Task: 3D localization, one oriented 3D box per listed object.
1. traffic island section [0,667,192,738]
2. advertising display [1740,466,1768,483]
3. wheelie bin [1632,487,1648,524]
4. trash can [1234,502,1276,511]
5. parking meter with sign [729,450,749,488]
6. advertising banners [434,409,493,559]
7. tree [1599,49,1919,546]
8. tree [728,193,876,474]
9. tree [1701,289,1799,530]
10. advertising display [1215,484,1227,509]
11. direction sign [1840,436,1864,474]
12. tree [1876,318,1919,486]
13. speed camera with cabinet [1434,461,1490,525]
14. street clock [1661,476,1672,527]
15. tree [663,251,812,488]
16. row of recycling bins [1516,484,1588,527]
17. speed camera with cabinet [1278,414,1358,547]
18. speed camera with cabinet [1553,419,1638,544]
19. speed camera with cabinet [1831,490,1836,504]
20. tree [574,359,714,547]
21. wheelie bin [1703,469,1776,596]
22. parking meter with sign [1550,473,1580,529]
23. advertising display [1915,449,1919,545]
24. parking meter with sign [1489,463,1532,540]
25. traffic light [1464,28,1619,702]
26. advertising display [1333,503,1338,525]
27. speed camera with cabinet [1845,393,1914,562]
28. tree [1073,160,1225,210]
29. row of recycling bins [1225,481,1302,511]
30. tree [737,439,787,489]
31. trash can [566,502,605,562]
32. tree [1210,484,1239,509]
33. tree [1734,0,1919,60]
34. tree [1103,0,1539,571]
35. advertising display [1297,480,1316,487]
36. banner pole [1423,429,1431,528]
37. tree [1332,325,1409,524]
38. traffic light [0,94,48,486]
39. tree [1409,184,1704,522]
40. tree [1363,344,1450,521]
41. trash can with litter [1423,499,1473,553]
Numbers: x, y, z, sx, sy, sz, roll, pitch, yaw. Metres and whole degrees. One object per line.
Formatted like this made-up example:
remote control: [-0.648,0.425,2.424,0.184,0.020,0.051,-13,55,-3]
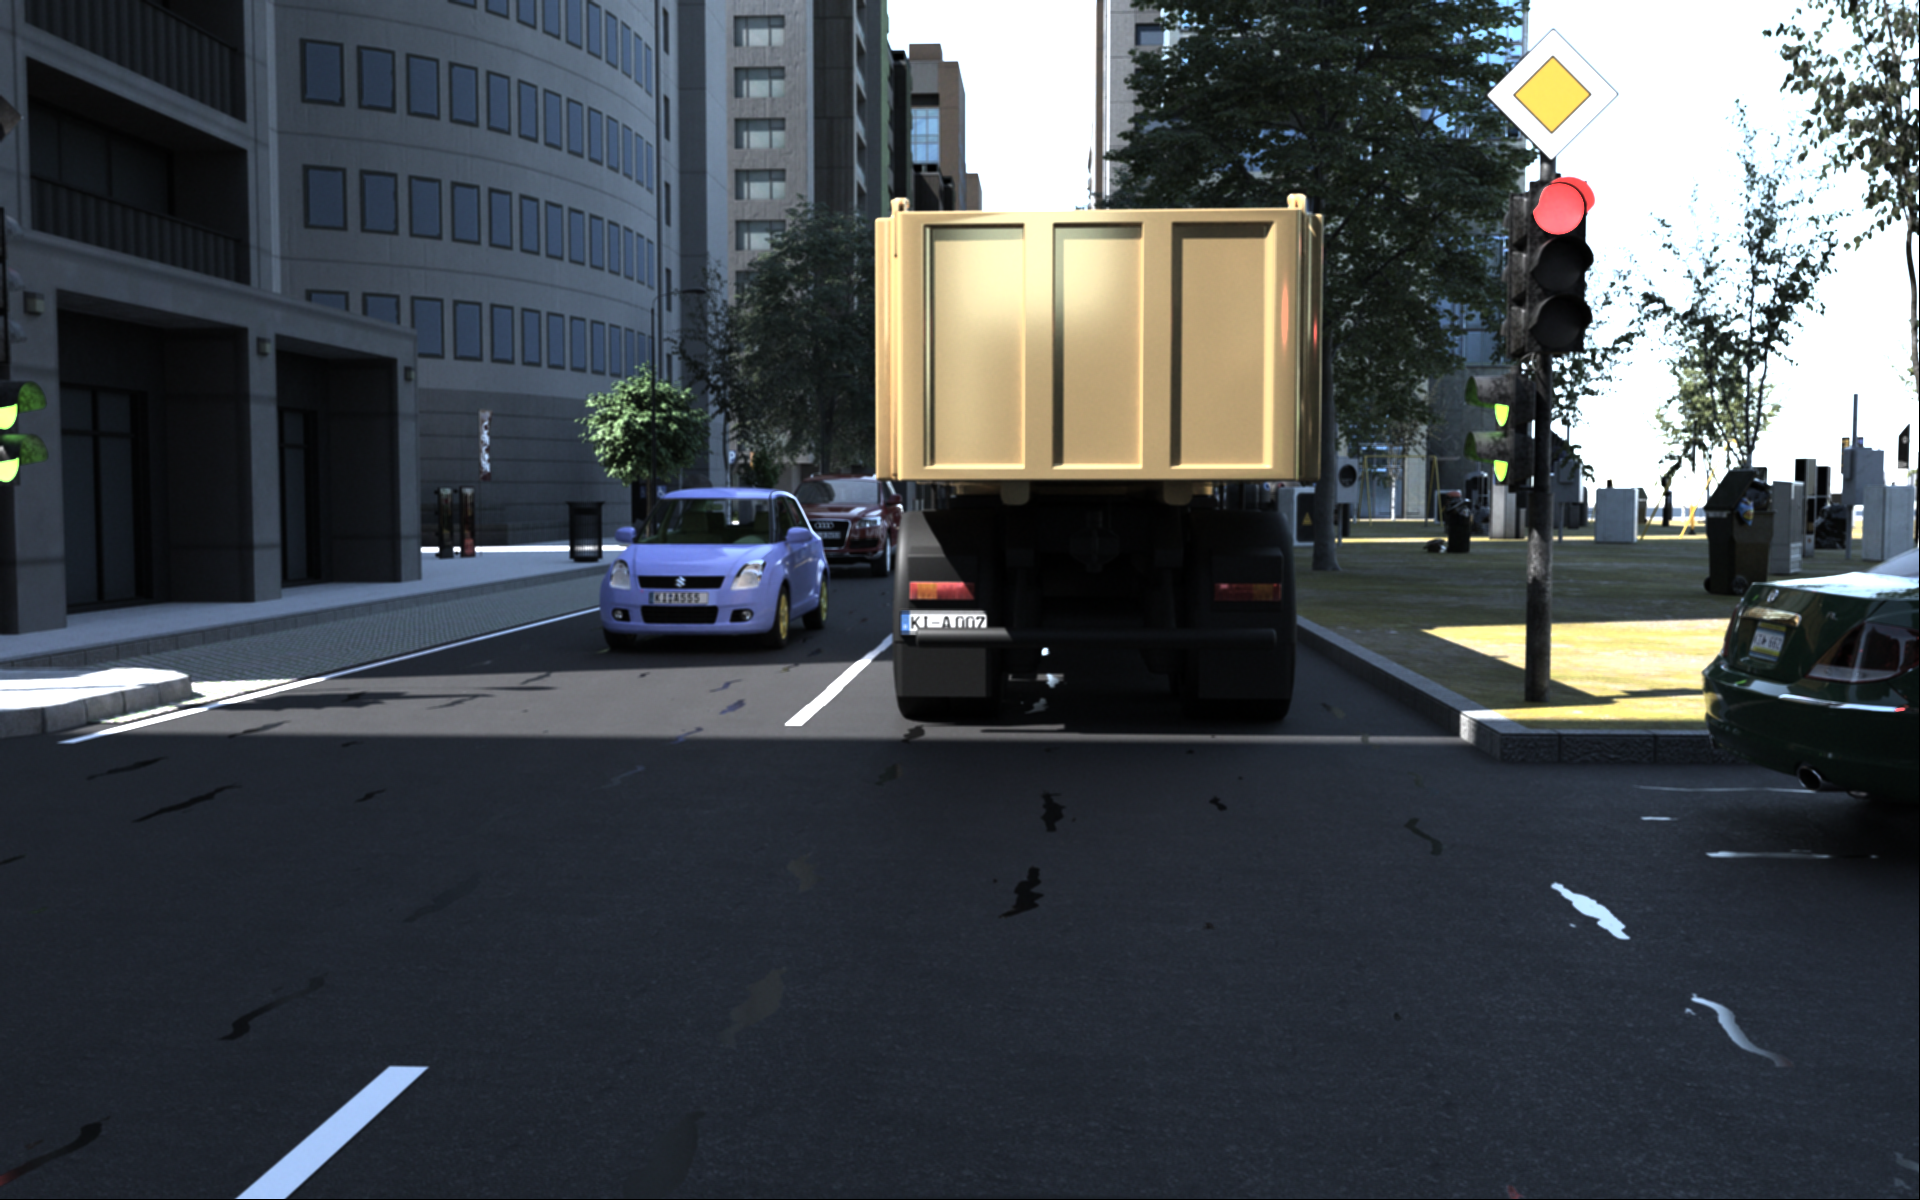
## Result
traffic island section: [-6.426,0.673,11.285,2.009,0.180,2.903,0,4,3]
advertising display: [18.251,-2.118,39.849,0.974,1.923,0.123,-3,4,-36]
wheelie bin: [29.450,-4.127,75.385,0.980,1.594,0.693,-1,4,-22]
trash can: [5.331,-1.203,31.316,0.748,1.137,0.748,0,3,0]
parking meter with sign: [-8.396,-4.419,68.517,1.738,3.016,0.543,2,4,31]
advertising banners: [-9.998,-2.376,35.036,0.090,3.025,2.074,1,4,17]
tree: [14.193,-4.961,31.468,4.360,8.622,3.978,0,3,0]
tree: [-5.823,-10.302,75.091,9.857,13.997,8.962,0,3,0]
tree: [26.885,-6.811,61.724,4.737,8.622,4.395,0,3,0]
advertising display: [10.871,-4.062,71.623,0.974,1.923,0.123,-2,4,-29]
direction sign: [35.063,-4.656,68.130,0.379,3.537,0.876,-3,4,-38]
tree: [29.374,-6.125,50.508,4.737,8.622,4.395,0,3,0]
speed camera with cabinet: [20.917,-4.772,72.355,2.038,3.252,0.660,2,4,31]
street clock: [27.874,-3.902,68.361,0.471,2.002,0.358,-3,4,-38]
tree: [-6.932,-6.300,53.363,4.360,8.622,3.978,0,3,0]
row of recycling bins: [23.327,-3.751,68.440,3.534,1.692,1.069,-1,4,-21]
speed camera with cabinet: [8.736,-2.927,42.190,2.038,3.252,0.660,-2,4,-28]
speed camera with cabinet: [16.686,-3.126,45.441,2.038,3.252,0.660,2,4,30]
speed camera with cabinet: [34.109,-4.375,65.863,2.038,3.252,0.660,2,4,33]
tree: [-7.703,-3.580,42.253,4.285,4.588,4.351,0,3,0]
wheelie bin: [9.960,-0.870,22.139,0.693,1.594,0.980,0,4,-7]
parking meter with sign: [21.832,-4.119,63.614,1.738,3.016,0.543,0,4,7]
advertising display: [13.328,-1.105,23.273,0.123,1.923,0.974,-2,4,-26]
parking meter with sign: [15.480,-3.235,49.160,0.543,3.016,1.738,3,5,44]
traffic light: [3.561,-1.328,10.627,0.839,4.253,0.868,0,4,3]
advertising display: [15.405,-4.033,71.152,0.123,1.923,0.974,-1,4,-21]
speed camera with cabinet: [17.656,-2.384,33.306,0.660,3.252,2.038,0,4,6]
tree: [7.363,-9.632,64.133,9.857,13.997,8.962,0,3,0]
row of recycling bins: [7.968,-2.351,45.558,1.069,1.692,3.534,2,4,35]
tree: [-6.934,-3.998,59.961,1.663,3.219,1.824,0,3,0]
trash can: [-7.073,-1.289,32.728,0.748,1.137,0.748,0,3,0]
tree: [5.648,-3.341,38.339,4.285,4.588,4.351,0,3,0]
tree: [9.261,-4.015,16.002,4.360,8.622,3.978,0,3,0]
tree: [5.903,-6.753,28.536,7.486,12.596,7.792,0,3,0]
advertising display: [11.016,-3.002,54.294,0.974,1.923,0.123,0,4,-4]
banner pole: [17.884,-4.661,66.220,0.401,3.779,0.863,0,4,7]
tree: [17.044,-7.579,74.286,4.737,8.622,4.395,0,3,0]
traffic light: [-6.386,-1.359,11.148,0.839,4.253,0.868,0,4,3]
tree: [14.129,-5.562,41.293,4.737,8.622,4.395,0,3,0]
tree: [20.930,-8.083,82.516,4.360,8.622,3.978,0,3,0]
trash can with litter: [10.687,-1.625,37.957,1.055,1.170,0.624,2,4,35]
